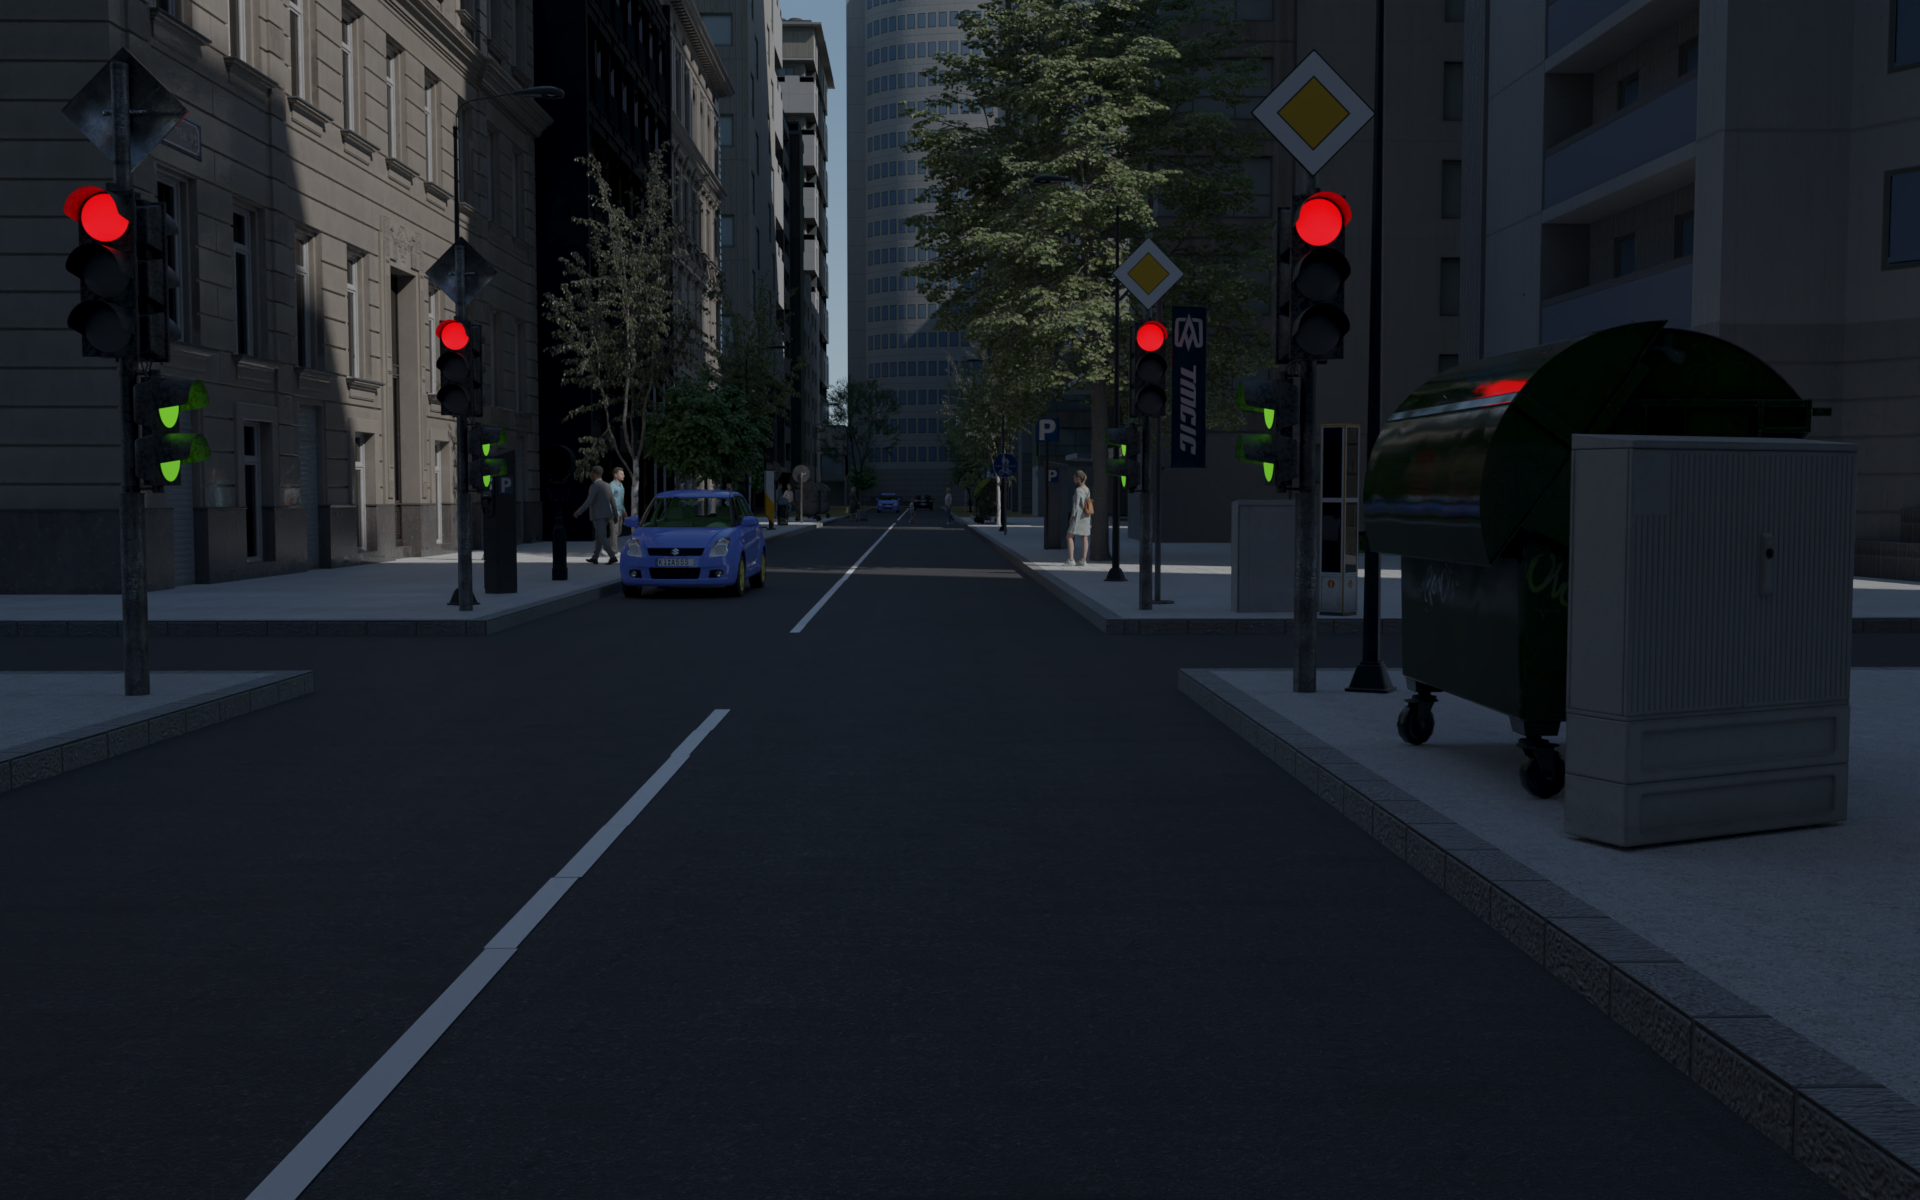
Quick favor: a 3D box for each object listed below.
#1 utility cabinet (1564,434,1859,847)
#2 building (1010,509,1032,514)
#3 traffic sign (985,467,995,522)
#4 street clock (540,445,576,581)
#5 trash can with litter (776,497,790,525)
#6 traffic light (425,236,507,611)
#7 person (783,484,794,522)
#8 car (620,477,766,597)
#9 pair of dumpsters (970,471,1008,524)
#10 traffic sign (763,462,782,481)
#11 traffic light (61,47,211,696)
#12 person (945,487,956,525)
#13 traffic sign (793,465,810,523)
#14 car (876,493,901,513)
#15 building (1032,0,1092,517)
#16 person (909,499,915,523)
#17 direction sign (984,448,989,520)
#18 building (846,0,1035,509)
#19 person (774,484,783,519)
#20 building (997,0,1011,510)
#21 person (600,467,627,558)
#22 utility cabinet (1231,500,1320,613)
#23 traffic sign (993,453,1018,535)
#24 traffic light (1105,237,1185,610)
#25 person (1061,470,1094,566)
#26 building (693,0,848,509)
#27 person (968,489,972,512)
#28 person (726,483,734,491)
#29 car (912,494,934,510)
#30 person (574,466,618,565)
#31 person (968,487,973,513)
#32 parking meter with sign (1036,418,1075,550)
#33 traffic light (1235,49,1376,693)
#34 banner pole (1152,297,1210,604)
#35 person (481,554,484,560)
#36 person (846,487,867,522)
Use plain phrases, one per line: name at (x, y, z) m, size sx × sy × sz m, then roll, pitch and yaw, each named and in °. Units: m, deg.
utility cabinet at (2.843, 0.132, 6.519) m, size 1.173 × 1.500 × 0.318 m, roll -2°, pitch 4°, yaw -26°
building at (14.159, -35.619, 124.365) m, size 21.231 × 58.520 × 28.212 m, roll 0°, pitch 4°, yaw -1°
traffic sign at (1.415, -4.924, 80.611) m, size 0.768 × 2.556 × 0.104 m, roll 0°, pitch 4°, yaw 0°
street clock at (-5.956, -1.294, 25.725) m, size 0.471 × 2.002 × 0.358 m, roll 0°, pitch 4°, yaw 5°
trash can with litter at (-7.209, -3.652, 71.092) m, size 0.624 × 1.170 × 1.055 m, roll -1°, pitch 4°, yaw -14°
traffic light at (-5.417, -1.836, 18.935) m, size 0.839 × 4.253 × 0.868 m, roll 0°, pitch 4°, yaw -1°
person at (-8.057, -4.473, 79.852) m, size 0.598 × 1.740 × 0.731 m, roll 2°, pitch 4°, yaw 33°
car at (-3.857, -0.963, 25.328) m, size 1.945 × 1.707 × 3.694 m, roll 0°, pitch 4°, yaw 1°
pair of dumpsters at (1.308, -4.507, 76.190) m, size 1.574 × 2.255 × 4.437 m, roll 0°, pitch 4°, yaw -1°
traffic sign at (-7.268, -4.085, 66.899) m, size 0.768 × 2.556 × 0.104 m, roll 0°, pitch 3°, yaw 0°
traffic light at (-5.241, -1.347, 10.951) m, size 0.839 × 4.253 × 0.868 m, roll 0°, pitch 4°, yaw -1°
person at (-0.452, -4.421, 81.458) m, size 0.598 × 1.740 × 0.731 m, roll -2°, pitch 4°, yaw -28°
traffic sign at (-6.954, -4.638, 75.945) m, size 0.768 × 2.556 × 0.104 m, roll 0°, pitch 3°, yaw 0°
car at (-5.520, -7.579, 133.504) m, size 1.945 × 1.707 × 3.694 m, roll 0°, pitch 4°, yaw -1°
building at (11.258, -20.326, 104.028) m, size 14.160 × 30.474 × 14.107 m, roll 0°, pitch 4°, yaw -1°
person at (-2.399, -4.356, 84.729) m, size 0.382 × 1.210 × 0.505 m, roll -1°, pitch 4°, yaw -17°
direction sign at (1.303, -5.647, 84.326) m, size 0.379 × 3.537 × 0.876 m, roll -1°, pitch 4°, yaw -14°
building at (1.738, -39.700, 191.096) m, size 28.212 × 58.520 × 21.231 m, roll 0°, pitch 4°, yaw -1°
person at (-9.226, -5.063, 88.924) m, size 0.767 × 1.812 × 0.694 m, roll 0°, pitch 4°, yaw 3°
building at (10.357, -30.324, 145.911) m, size 14.600 × 45.320 × 14.200 m, roll 0°, pitch 4°, yaw -1°
person at (-7.023, -1.775, 35.090) m, size 0.620 × 1.820 × 0.660 m, roll 0°, pitch 4°, yaw 5°
utility cabinet at (3.485, -0.472, 18.883) m, size 1.020 × 1.237 × 0.306 m, roll 0°, pitch 4°, yaw -7°
traffic sign at (1.411, -3.286, 53.831) m, size 0.768 × 2.556 × 0.104 m, roll 0°, pitch 4°, yaw 4°
traffic light at (2.042, -1.847, 19.114) m, size 0.839 × 4.253 × 0.868 m, roll 0°, pitch 4°, yaw -1°
person at (2.133, -1.451, 30.768) m, size 0.522 × 1.701 × 0.512 m, roll 2°, pitch 4°, yaw 29°
building at (-26.184, -36.992, 194.061) m, size 27.495 × 52.752 × 28.713 m, roll 0°, pitch 4°, yaw -1°
person at (0.801, -6.958, 120.602) m, size 0.721 × 1.735 × 1.217 m, roll -1°, pitch 4°, yaw -9°
person at (-11.751, -5.043, 88.476) m, size 0.580 × 1.828 × 0.573 m, roll 3°, pitch 4°, yaw 37°
car at (-3.262, -8.767, 153.126) m, size 2.009 × 1.686 × 4.222 m, roll 0°, pitch 4°, yaw -1°
person at (-6.550, -1.542, 31.525) m, size 0.850 × 1.792 × 0.678 m, roll 2°, pitch 4°, yaw 27°
person at (0.832, -6.897, 119.328) m, size 0.721 × 1.766 × 1.217 m, roll 0°, pitch 4°, yaw -1°
parking meter with sign at (2.270, -2.704, 40.467) m, size 0.543 × 3.016 × 1.738 m, roll 1°, pitch 4°, yaw 19°
traffic light at (2.218, -1.358, 11.131) m, size 0.839 × 4.253 × 0.868 m, roll 0°, pitch 4°, yaw -1°
banner pole at (2.535, -1.852, 20.302) m, size 0.863 × 3.779 × 0.401 m, roll -1°, pitch 4°, yaw -21°
person at (-8.972, -1.616, 33.472) m, size 0.512 × 1.701 × 0.522 m, roll -2°, pitch 4°, yaw -26°
person at (-5.442, -5.018, 90.753) m, size 0.699 × 1.804 × 1.509 m, roll -2°, pitch 4°, yaw -25°
